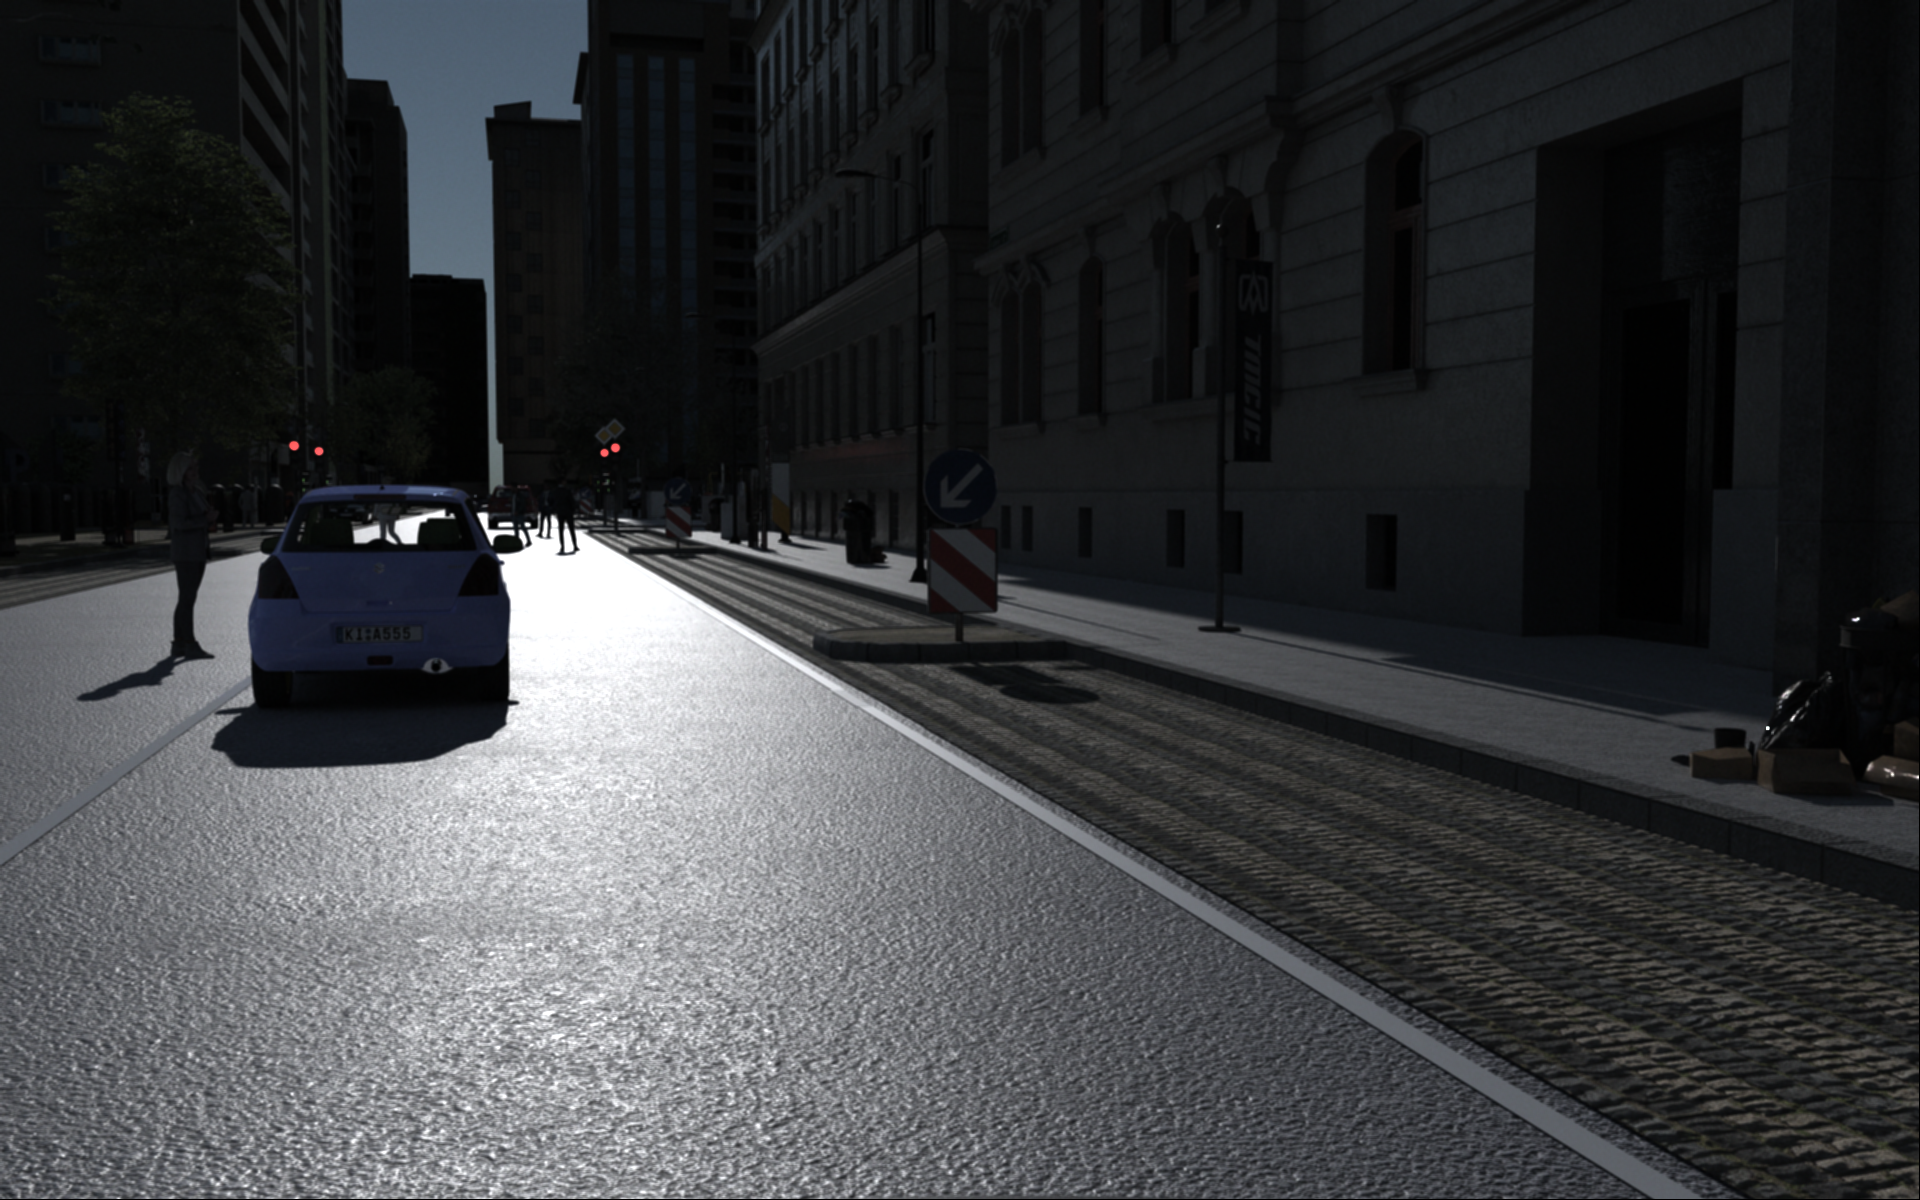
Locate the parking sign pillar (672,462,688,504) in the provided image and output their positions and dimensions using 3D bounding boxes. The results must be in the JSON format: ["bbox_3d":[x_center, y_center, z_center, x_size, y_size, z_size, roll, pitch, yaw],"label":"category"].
[{"bbox_3d":[-23.416,-9.569,144.927,1.447,3.967,1.447,2,4,24],"label":"parking sign pillar"}]

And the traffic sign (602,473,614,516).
[{"bbox_3d":[-20.695,-6.250,102.188,0.884,2.594,0.081,-1,4,-12],"label":"traffic sign"}]

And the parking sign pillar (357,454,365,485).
[{"bbox_3d":[-40.637,-7.890,117.470,1.447,3.967,1.447,-1,4,-22],"label":"parking sign pillar"}]

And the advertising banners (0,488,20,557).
[{"bbox_3d":[-19.543,-2.346,34.543,0.090,3.025,2.074,0,4,8],"label":"advertising banners"}]

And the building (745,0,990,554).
[{"bbox_3d":[3.236,-13.270,50.248,16.112,22.955,30.059,-1,4,-14],"label":"building"}]

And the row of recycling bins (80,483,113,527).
[{"bbox_3d":[-34.067,-3.694,67.517,1.069,1.692,3.534,0,4,2],"label":"row of recycling bins"}]

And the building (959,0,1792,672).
[{"bbox_3d":[9.207,-14.440,23.481,14.401,28.519,23.554,-1,4,-14],"label":"building"}]

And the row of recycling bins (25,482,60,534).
[{"bbox_3d":[-30.606,-3.033,56.710,1.069,1.692,3.534,1,4,10],"label":"row of recycling bins"}]

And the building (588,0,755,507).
[{"bbox_3d":[-27.167,-38.869,177.509,21.231,58.520,28.212,-1,4,-14],"label":"building"}]

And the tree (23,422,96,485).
[{"bbox_3d":[-41.241,-5.852,79.387,4.285,4.588,4.351,0,3,0],"label":"tree"}]

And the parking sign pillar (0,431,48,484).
[{"bbox_3d":[-40.437,-5.247,74.259,1.447,3.967,1.447,1,4,17],"label":"parking sign pillar"}]

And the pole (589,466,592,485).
[{"bbox_3d":[-27.264,-8.190,127.746,0.158,3.312,0.155,0,3,0],"label":"pole"}]

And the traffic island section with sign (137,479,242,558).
[{"bbox_3d":[-17.605,-1.899,39.673,1.989,1.847,2.006,-1,4,-14],"label":"traffic island section with sign"}]

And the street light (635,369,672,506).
[{"bbox_3d":[-11.338,-5.614,64.332,1.470,5.913,1.316,-1,4,-14],"label":"street light"}]

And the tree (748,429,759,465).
[{"bbox_3d":[-14.759,-11.587,139.814,4.737,8.622,4.395,0,3,0],"label":"tree"}]

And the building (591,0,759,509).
[{"bbox_3d":[-25.536,-30.916,155.594,14.600,45.320,14.200,-1,4,-14],"label":"building"}]

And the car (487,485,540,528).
[{"bbox_3d":[-19.064,-3.994,73.979,2.281,1.827,5.304,-1,4,-13],"label":"car"}]

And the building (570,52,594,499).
[{"bbox_3d":[-30.776,-37.773,206.825,28.713,52.752,27.495,-1,4,-14],"label":"building"}]

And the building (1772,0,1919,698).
[{"bbox_3d":[13.431,-11.258,2.095,12.078,24.808,19.932,-1,4,-14],"label":"building"}]

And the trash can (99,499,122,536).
[{"bbox_3d":[-25.642,-2.493,52.419,0.748,1.137,0.748,0,3,0],"label":"trash can"}]

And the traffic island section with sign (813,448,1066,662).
[{"bbox_3d":[-0.283,-0.433,15.709,1.989,1.847,2.006,-1,4,-14],"label":"traffic island section with sign"}]

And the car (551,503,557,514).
[{"bbox_3d":[-29.100,-6.980,126.708,1.945,1.354,3.894,-1,4,-15],"label":"car"}]

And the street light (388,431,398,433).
[{"bbox_3d":[-42.304,-9.518,128.166,1.470,5.913,1.316,-1,4,-14],"label":"street light"}]

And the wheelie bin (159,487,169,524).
[{"bbox_3d":[-34.103,-4.100,74.943,0.980,1.594,0.693,-2,4,-28],"label":"wheelie bin"}]

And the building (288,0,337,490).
[{"bbox_3d":[-51.129,-26.589,118.325,14.154,41.232,14.086,-1,4,-14],"label":"building"}]

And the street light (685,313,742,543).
[{"bbox_3d":[-6.380,-4.420,44.809,1.470,5.913,1.316,-1,4,-14],"label":"street light"}]

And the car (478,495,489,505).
[{"bbox_3d":[-54.615,-11.398,198.929,1.945,1.354,3.894,-1,4,-13],"label":"car"}]

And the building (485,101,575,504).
[{"bbox_3d":[-51.570,-39.954,242.485,27.495,52.752,28.713,-1,4,-14],"label":"building"}]

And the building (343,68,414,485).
[{"bbox_3d":[-74.581,-35.148,198.375,21.600,48.544,21.300,-1,4,-14],"label":"building"}]

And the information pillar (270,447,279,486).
[{"bbox_3d":[-34.418,-5.852,87.035,0.504,3.616,0.183,2,4,30],"label":"information pillar"}]

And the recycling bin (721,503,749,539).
[{"bbox_3d":[-6.339,-2.256,49.439,0.722,1.027,0.722,3,4,37],"label":"recycling bin"}]

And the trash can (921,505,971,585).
[{"bbox_3d":[-0.149,-0.715,23.339,0.748,1.137,0.748,0,3,0],"label":"trash can"}]

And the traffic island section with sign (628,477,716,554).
[{"bbox_3d":[-6.984,-2.030,41.821,1.989,1.847,2.006,-1,4,-14],"label":"traffic island section with sign"}]

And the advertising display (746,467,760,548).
[{"bbox_3d":[-4.997,-2.239,41.821,0.123,1.923,0.974,0,4,6],"label":"advertising display"}]

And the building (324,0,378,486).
[{"bbox_3d":[-61.209,-43.354,147.094,20.563,71.187,20.611,-1,4,-14],"label":"building"}]

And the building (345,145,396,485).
[{"bbox_3d":[-72.610,-29.182,169.001,32.217,40.220,23.993,-1,4,-14],"label":"building"}]

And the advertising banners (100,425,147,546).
[{"bbox_3d":[-21.051,-2.906,43.701,0.090,3.025,2.074,0,4,5],"label":"advertising banners"}]

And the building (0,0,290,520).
[{"bbox_3d":[-48.262,-28.655,92.206,21.300,48.544,21.600,-1,4,-14],"label":"building"}]

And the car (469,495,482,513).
[{"bbox_3d":[-37.746,-7.382,133.277,1.945,1.354,3.894,-1,4,-13],"label":"car"}]

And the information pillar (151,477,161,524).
[{"bbox_3d":[-35.052,-4.343,75.494,0.304,2.012,0.304,-3,5,-44],"label":"information pillar"}]

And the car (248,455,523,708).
[{"bbox_3d":[-4.286,-0.213,13.075,1.945,1.707,3.694,-1,4,-16],"label":"car"}]

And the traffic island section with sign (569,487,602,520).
[{"bbox_3d":[-20.872,-5.334,95.838,1.989,1.847,2.006,-1,4,-14],"label":"traffic island section with sign"}]

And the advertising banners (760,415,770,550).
[{"bbox_3d":[-4.456,-2.651,39.536,0.090,3.025,2.074,-1,4,-10],"label":"advertising banners"}]

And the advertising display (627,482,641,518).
[{"bbox_3d":[-17.745,-5.464,94.556,0.974,1.923,0.123,2,4,30],"label":"advertising display"}]

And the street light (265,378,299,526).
[{"bbox_3d":[-27.051,-5.908,69.137,1.470,5.913,1.316,-1,4,-14],"label":"street light"}]

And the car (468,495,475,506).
[{"bbox_3d":[-32.516,-6.147,112.508,2.014,1.417,4.499,-1,4,-15],"label":"car"}]

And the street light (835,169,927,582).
[{"bbox_3d":[-1.106,-3.211,25.047,1.470,5.913,1.316,-1,4,-14],"label":"street light"}]

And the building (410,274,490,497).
[{"bbox_3d":[-70.227,-28.090,230.977,14.107,30.474,14.160,-1,4,-14],"label":"building"}]

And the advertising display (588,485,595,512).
[{"bbox_3d":[-26.011,-7.157,122.230,0.123,1.923,0.974,-2,4,-33],"label":"advertising display"}]

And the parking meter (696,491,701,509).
[{"bbox_3d":[-22.313,-8.529,147.853,0.372,1.533,0.369,0,3,0],"label":"parking meter"}]

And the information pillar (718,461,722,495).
[{"bbox_3d":[-17.216,-8.123,124.170,0.183,3.616,0.504,-2,4,-31],"label":"information pillar"}]

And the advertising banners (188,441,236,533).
[{"bbox_3d":[-24.915,-3.758,57.627,0.090,3.025,2.074,1,4,20],"label":"advertising banners"}]

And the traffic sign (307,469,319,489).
[{"bbox_3d":[-31.496,-5.182,84.729,0.884,2.594,0.081,-1,4,-8],"label":"traffic sign"}]

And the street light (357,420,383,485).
[{"bbox_3d":[-37.111,-8.312,108.438,1.470,5.913,1.316,-1,4,-14],"label":"street light"}]

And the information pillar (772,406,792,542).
[{"bbox_3d":[-4.766,-3.357,46.247,0.504,3.616,0.183,0,4,8],"label":"information pillar"}]

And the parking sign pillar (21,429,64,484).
[{"bbox_3d":[-37.843,-5.115,72.107,1.447,3.967,1.447,3,4,37],"label":"parking sign pillar"}]

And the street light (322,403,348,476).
[{"bbox_3d":[-31.995,-7.102,88.663,1.470,5.913,1.316,-1,4,-14],"label":"street light"}]

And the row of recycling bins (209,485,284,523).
[{"bbox_3d":[-31.572,-4.246,76.540,3.534,1.692,1.069,0,4,8],"label":"row of recycling bins"}]

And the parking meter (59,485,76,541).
[{"bbox_3d":[-24.567,-2.400,47.651,0.372,1.533,0.369,0,3,0],"label":"parking meter"}]

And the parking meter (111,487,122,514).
[{"bbox_3d":[-28.293,-3.040,58.117,0.372,1.533,0.369,0,3,0],"label":"parking meter"}]
